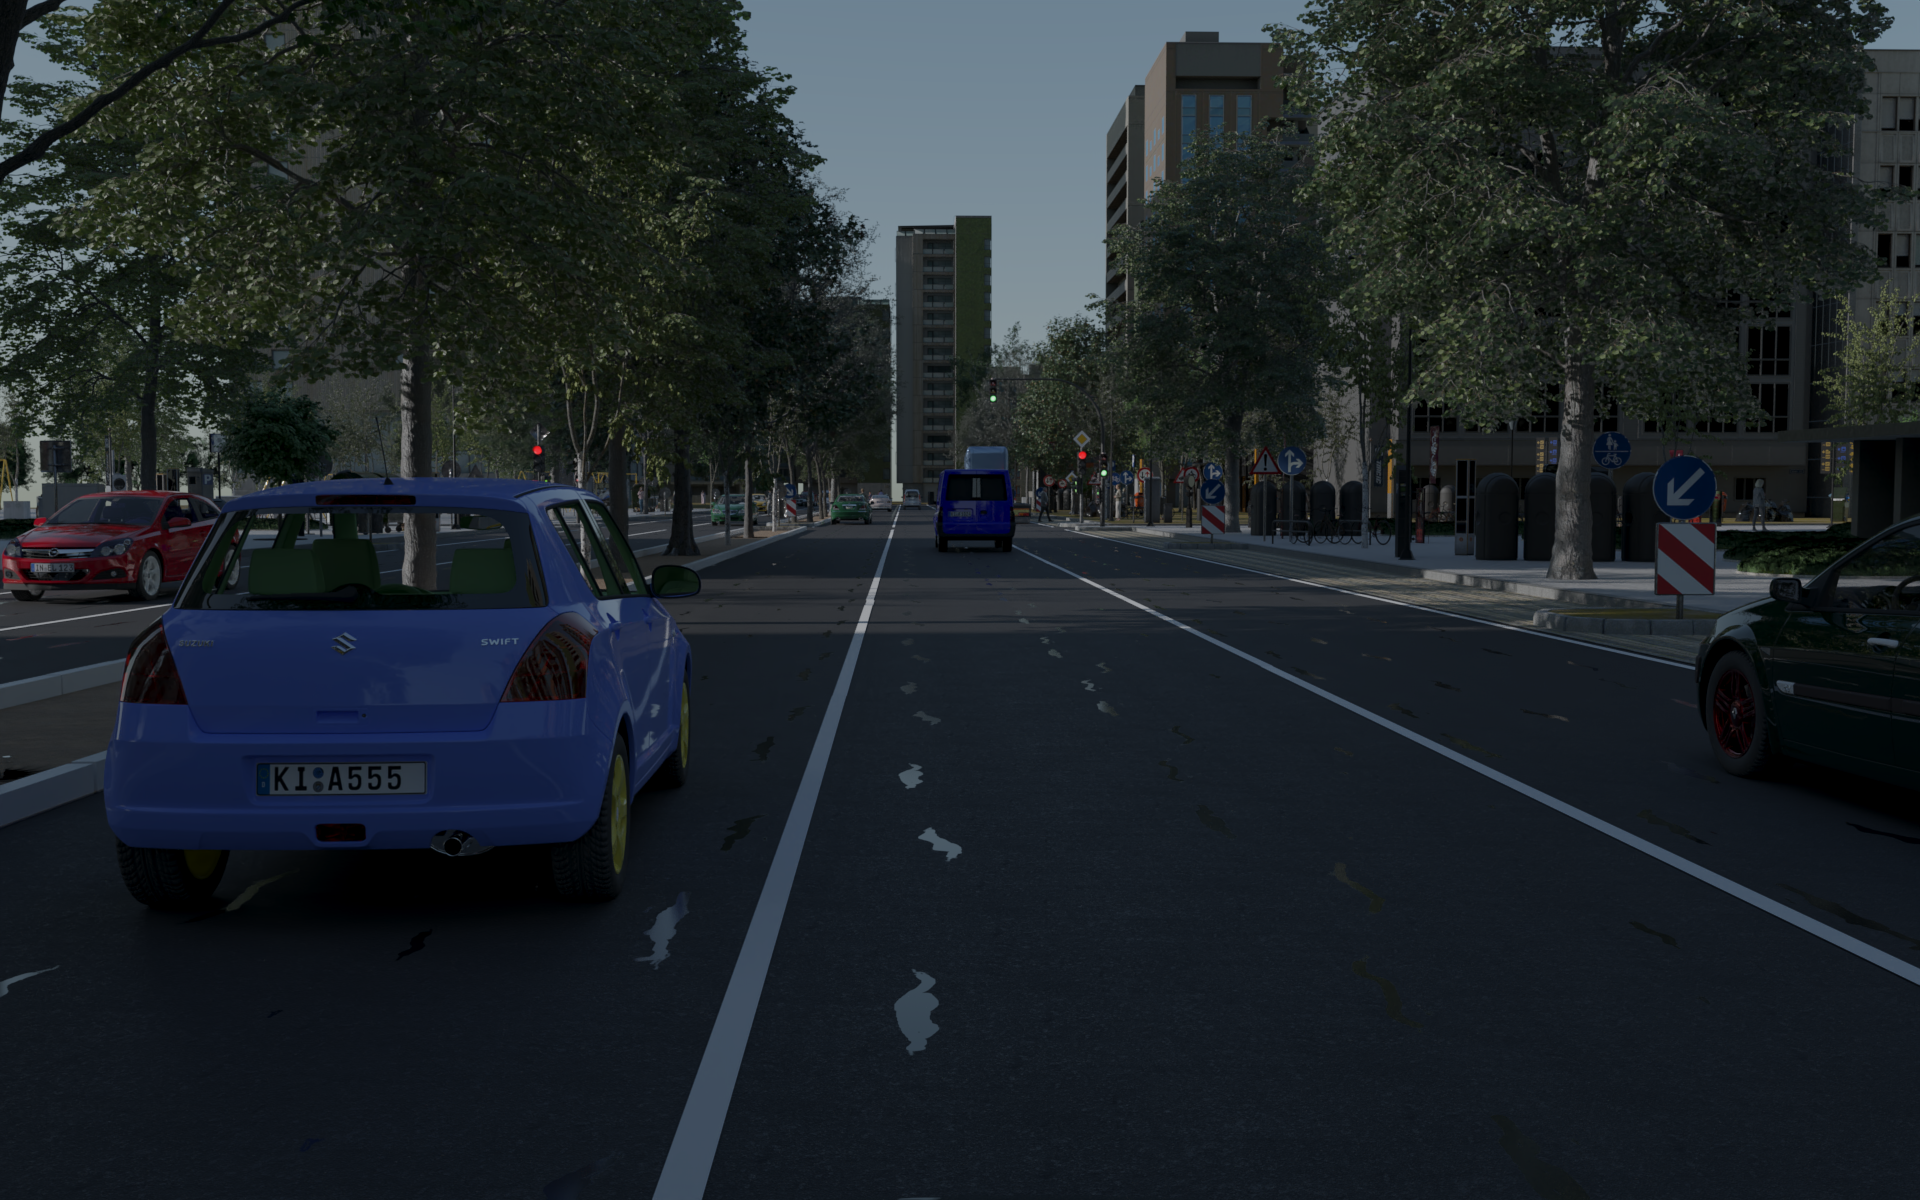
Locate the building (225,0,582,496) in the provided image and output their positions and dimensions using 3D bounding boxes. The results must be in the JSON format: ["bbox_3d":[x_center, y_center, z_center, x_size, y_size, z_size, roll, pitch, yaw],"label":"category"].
[{"bbox_3d":[-50.230,-35.090,162.967,28.713,52.752,27.495,0,4,-2],"label":"building"}]

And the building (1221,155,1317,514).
[{"bbox_3d":[26.026,-17.857,121.646,12.332,23.373,15.834,0,4,-2],"label":"building"}]

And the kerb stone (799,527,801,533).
[{"bbox_3d":[-5.974,-2.502,63.108,0.120,0.150,1.000,0,4,-2],"label":"kerb stone"}]

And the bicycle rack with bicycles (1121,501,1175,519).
[{"bbox_3d":[9.570,-4.689,90.050,2.925,0.926,2.852,1,4,14],"label":"bicycle rack with bicycles"}]

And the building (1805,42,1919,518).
[{"bbox_3d":[56.454,-17.078,97.253,19.932,24.808,12.078,0,4,-2],"label":"building"}]

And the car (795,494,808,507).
[{"bbox_3d":[-17.855,-11.266,193.985,2.009,1.686,4.222,0,4,0],"label":"car"}]

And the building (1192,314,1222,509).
[{"bbox_3d":[27.641,-16.898,143.726,16.820,18.784,16.811,0,4,-2],"label":"building"}]

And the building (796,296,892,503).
[{"bbox_3d":[-17.135,-29.633,256.195,14.107,30.474,14.160,0,4,-2],"label":"building"}]

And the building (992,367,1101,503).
[{"bbox_3d":[18.734,-25.615,263.841,28.899,21.520,27.650,0,4,-2],"label":"building"}]

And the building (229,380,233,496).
[{"bbox_3d":[-67.338,-54.177,198.462,31.000,86.520,22.319,0,4,-2],"label":"building"}]

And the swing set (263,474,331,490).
[{"bbox_3d":[-31.098,-5.044,80.086,2.862,2.851,3.119,0,4,-7],"label":"swing set"}]

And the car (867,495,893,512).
[{"bbox_3d":[-6.477,-7.814,140.119,2.083,1.381,4.827,0,4,-4],"label":"car"}]

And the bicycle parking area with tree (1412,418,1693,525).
[{"bbox_3d":[20.949,-4.594,62.120,9.016,4.147,8.231,1,4,9],"label":"bicycle parking area with tree"}]

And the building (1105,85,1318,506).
[{"bbox_3d":[28.824,-35.396,202.425,21.300,48.544,21.600,0,4,-2],"label":"building"}]

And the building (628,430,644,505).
[{"bbox_3d":[-44.937,-31.864,204.574,14.086,41.232,14.154,0,4,-2],"label":"building"}]

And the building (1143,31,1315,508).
[{"bbox_3d":[25.859,-31.780,169.707,14.600,45.320,14.200,0,4,-2],"label":"building"}]

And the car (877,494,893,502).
[{"bbox_3d":[-7.752,-10.038,173.912,2.009,1.686,4.222,0,4,-3],"label":"car"}]

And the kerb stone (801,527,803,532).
[{"bbox_3d":[-6.001,-2.558,64.130,0.120,0.150,1.000,0,4,-2],"label":"kerb stone"}]

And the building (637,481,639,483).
[{"bbox_3d":[-62.683,-41.069,260.711,27.495,52.752,28.713,0,4,-2],"label":"building"}]

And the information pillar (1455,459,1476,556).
[{"bbox_3d":[10.570,-1.941,36.231,0.304,2.012,0.304,-3,5,-44],"label":"information pillar"}]

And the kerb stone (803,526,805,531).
[{"bbox_3d":[-6.032,-2.620,65.151,0.120,0.150,1.000,0,4,-2],"label":"kerb stone"}]

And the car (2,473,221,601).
[{"bbox_3d":[-11.776,-0.948,24.537,2.155,1.783,4.494,0,4,-1],"label":"car"}]

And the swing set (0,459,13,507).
[{"bbox_3d":[-44.460,-4.895,77.661,3.119,2.851,2.862,-1,4,-14],"label":"swing set"}]

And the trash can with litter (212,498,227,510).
[{"bbox_3d":[-18.579,-1.967,43.554,0.624,1.170,1.055,-2,4,-34],"label":"trash can with litter"}]

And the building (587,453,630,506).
[{"bbox_3d":[-43.524,-25.256,184.636,14.160,30.474,14.107,0,4,-2],"label":"building"}]

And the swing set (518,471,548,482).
[{"bbox_3d":[-29.051,-7.443,119.313,2.862,2.851,3.119,2,4,31],"label":"swing set"}]

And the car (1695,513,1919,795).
[{"bbox_3d":[4.795,0.135,7.574,2.009,1.686,4.222,0,4,-1],"label":"car"}]

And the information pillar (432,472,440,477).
[{"bbox_3d":[-17.851,-3.328,58.907,0.304,2.012,0.304,-1,4,-10],"label":"information pillar"}]

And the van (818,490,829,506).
[{"bbox_3d":[-13.942,-10.709,182.104,2.013,2.044,4.112,0,4,-1],"label":"van"}]

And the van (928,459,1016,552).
[{"bbox_3d":[0.315,-2.467,44.725,2.240,2.365,5.245,0,4,-2],"label":"van"}]

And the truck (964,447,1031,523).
[{"bbox_3d":[1.796,-6.274,92.345,2.967,4.110,18.799,0,4,-2],"label":"truck"}]

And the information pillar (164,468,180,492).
[{"bbox_3d":[-22.390,-2.742,49.319,0.304,2.012,0.304,-1,4,-15],"label":"information pillar"}]

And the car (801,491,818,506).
[{"bbox_3d":[-17.949,-11.968,204.351,2.281,1.827,5.304,0,4,0],"label":"car"}]

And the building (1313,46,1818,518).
[{"bbox_3d":[33.479,-18.589,97.438,24.014,27.812,14.314,0,4,-2],"label":"building"}]

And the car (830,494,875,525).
[{"bbox_3d":[-5.150,-4.322,82.468,2.131,1.459,4.920,0,4,-1],"label":"car"}]

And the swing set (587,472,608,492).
[{"bbox_3d":[-26.834,-8.023,128.795,2.862,2.851,3.119,1,4,10],"label":"swing set"}]

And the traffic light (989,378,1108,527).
[{"bbox_3d":[3.502,-5.707,67.971,4.771,5.953,1.251,0,4,-2],"label":"traffic light"}]

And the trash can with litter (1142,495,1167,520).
[{"bbox_3d":[9.673,-4.547,85.405,2.233,1.210,1.678,-3,5,-43],"label":"trash can with litter"}]

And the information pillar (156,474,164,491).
[{"bbox_3d":[-28.987,-3.579,63.001,0.304,2.012,0.304,1,4,14],"label":"information pillar"}]

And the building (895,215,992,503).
[{"bbox_3d":[-2.532,-34.993,255.737,14.086,41.232,14.154,0,4,-2],"label":"building"}]

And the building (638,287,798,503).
[{"bbox_3d":[-36.424,-34.929,262.972,23.993,40.220,32.217,0,4,-2],"label":"building"}]

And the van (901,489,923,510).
[{"bbox_3d":[-4.422,-9.326,159.490,2.013,2.044,4.112,0,4,-2],"label":"van"}]

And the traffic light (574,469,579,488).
[{"bbox_3d":[-14.530,-6.170,75.540,4.771,5.953,1.251,0,4,-2],"label":"traffic light"}]

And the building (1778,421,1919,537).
[{"bbox_3d":[33.615,-23.100,32.315,22.147,44.769,28.867,0,4,-2],"label":"building"}]

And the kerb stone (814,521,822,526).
[{"bbox_3d":[-6.486,-3.474,78.999,0.120,0.150,1.000,0,4,-2],"label":"kerb stone"}]

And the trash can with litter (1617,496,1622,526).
[{"bbox_3d":[25.539,-3.463,67.673,2.233,1.210,1.678,-1,4,-19],"label":"trash can with litter"}]

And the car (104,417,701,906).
[{"bbox_3d":[-2.109,0.136,7.364,1.945,1.707,3.694,0,4,-4],"label":"car"}]

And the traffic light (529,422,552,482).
[{"bbox_3d":[-16.360,-4.803,67.457,0.839,4.253,0.868,0,4,-2],"label":"traffic light"}]

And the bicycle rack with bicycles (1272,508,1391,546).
[{"bbox_3d":[9.248,-1.886,44.224,2.852,0.926,2.925,-1,4,-19],"label":"bicycle rack with bicycles"}]

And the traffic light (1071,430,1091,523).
[{"bbox_3d":[5.332,-5.336,76.160,0.839,4.253,0.868,0,4,-2],"label":"traffic light"}]

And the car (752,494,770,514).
[{"bbox_3d":[-14.842,-7.119,126.618,2.015,1.641,3.980,0,4,-3],"label":"car"}]

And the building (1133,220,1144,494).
[{"bbox_3d":[25.247,-25.253,184.595,14.160,30.474,14.107,0,4,-2],"label":"building"}]

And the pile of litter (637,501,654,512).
[{"bbox_3d":[-22.209,-6.572,121.414,1.719,0.858,1.176,3,4,36],"label":"pile of litter"}]

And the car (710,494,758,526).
[{"bbox_3d":[-10.369,-4.166,79.909,2.131,1.459,4.920,0,4,-1],"label":"car"}]
